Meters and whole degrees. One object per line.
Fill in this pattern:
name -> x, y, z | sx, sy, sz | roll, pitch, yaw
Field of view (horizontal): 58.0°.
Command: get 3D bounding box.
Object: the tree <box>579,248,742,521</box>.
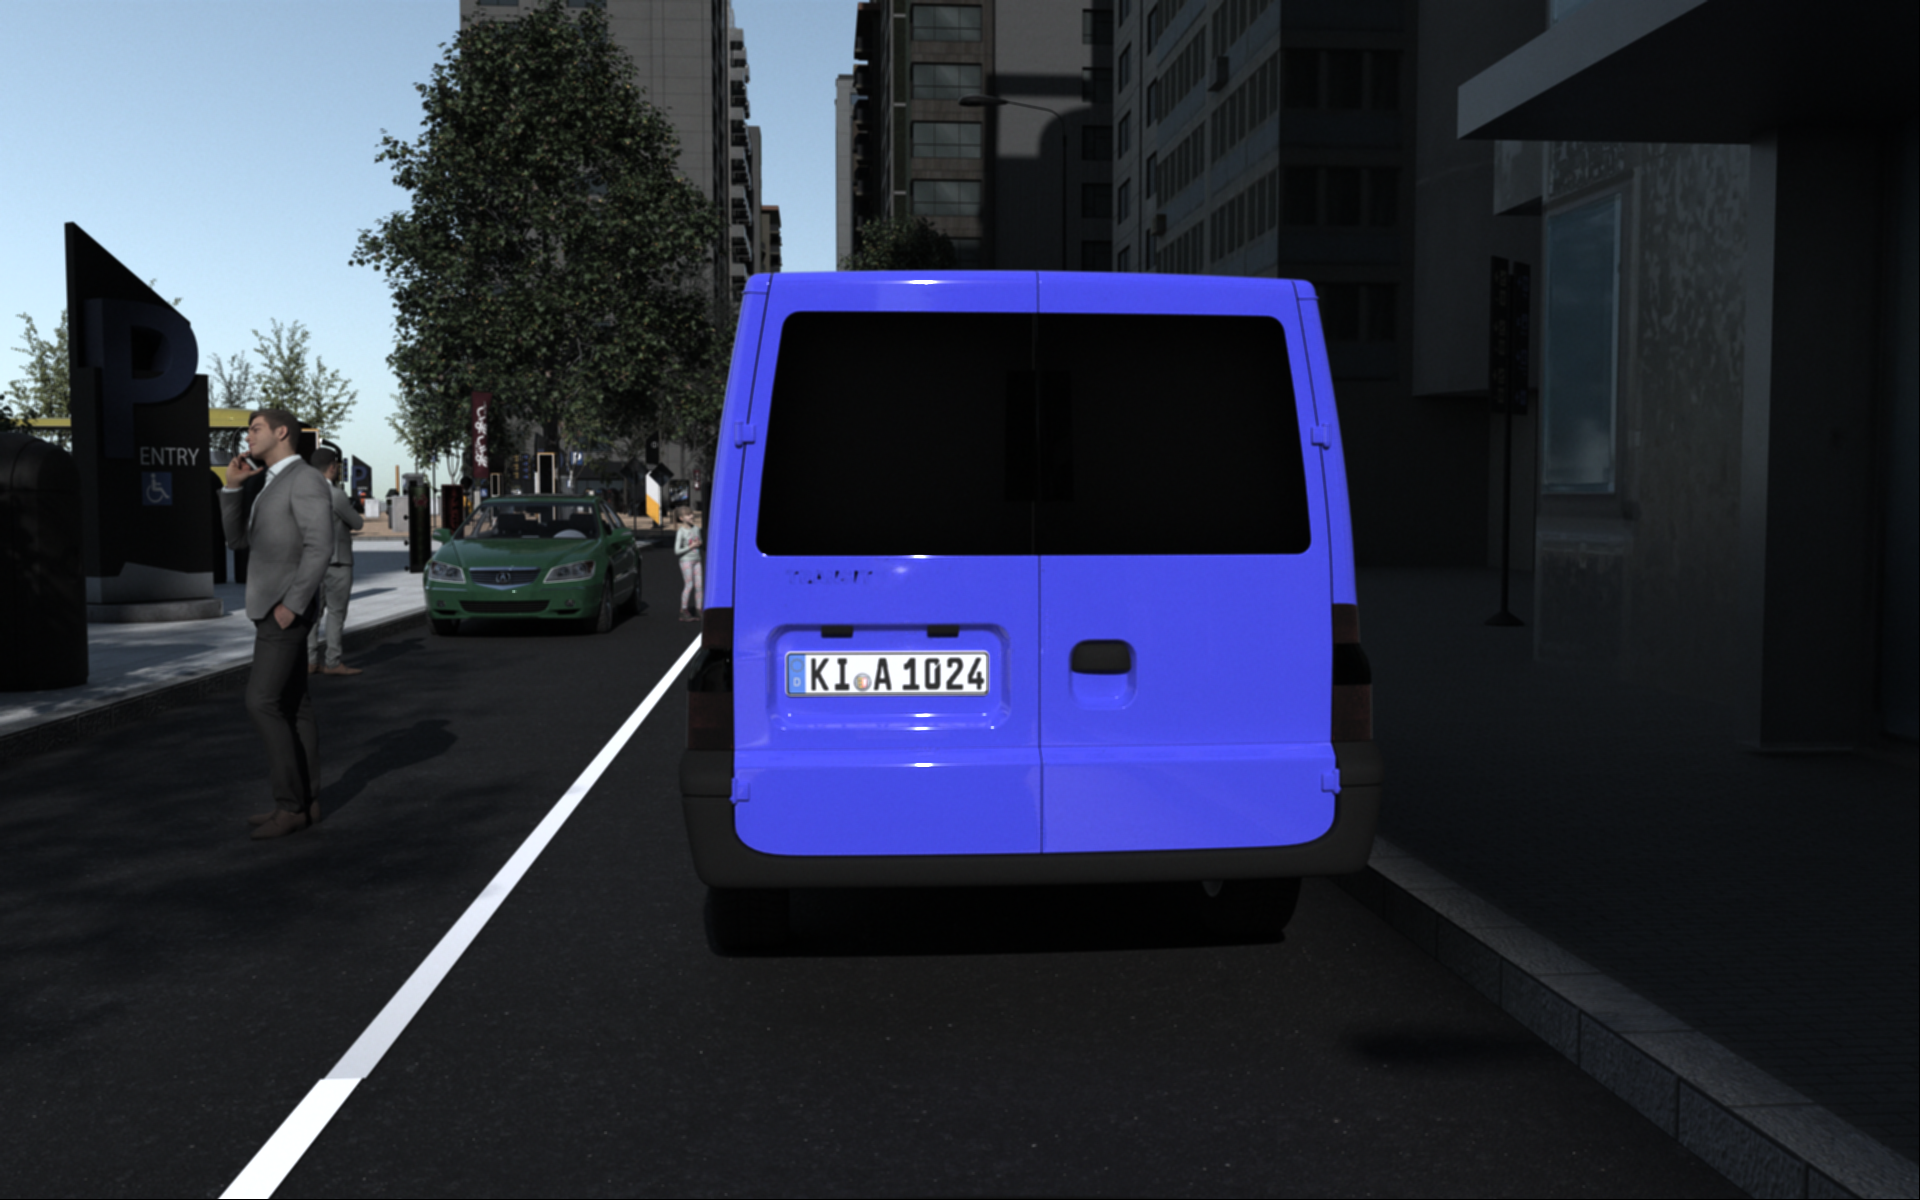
tree -> -13.314, -10.601, 83.692 | 12.009, 13.543, 11.850 | 0, 3, 0

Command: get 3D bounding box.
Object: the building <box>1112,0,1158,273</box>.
building -> 3.283, -41.202, 111.904 | 20.563, 71.187, 20.611 | 0, 4, -5

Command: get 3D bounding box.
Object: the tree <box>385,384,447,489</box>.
tree -> -33.947, -9.718, 109.254 | 4.737, 8.622, 4.395 | 0, 3, 0

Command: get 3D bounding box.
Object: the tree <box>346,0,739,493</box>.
tree -> -9.348, -7.491, 39.488 | 9.611, 12.733, 9.660 | 0, 3, 0

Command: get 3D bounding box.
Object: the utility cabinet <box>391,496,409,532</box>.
utility cabinet -> -18.655, -2.896, 58.508 | 0.306, 1.237, 1.020 | 3, 5, 43

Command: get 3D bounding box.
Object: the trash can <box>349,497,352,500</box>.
trash can -> -30.931, -4.614, 87.093 | 0.748, 1.137, 0.748 | 0, 3, 0

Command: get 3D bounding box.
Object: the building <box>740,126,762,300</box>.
building -> -28.565, -30.761, 186.530 | 14.154, 41.232, 14.086 | 0, 4, -5

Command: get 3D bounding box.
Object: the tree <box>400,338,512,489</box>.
tree -> -22.022, -7.623, 74.995 | 4.360, 8.622, 3.978 | 0, 3, 0

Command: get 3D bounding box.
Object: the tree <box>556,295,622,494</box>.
tree -> -12.996, -6.584, 58.014 | 4.737, 8.622, 4.395 | 0, 3, 0

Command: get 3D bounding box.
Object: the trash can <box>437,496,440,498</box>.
trash can -> -36.370, -6.731, 121.702 | 0.748, 1.137, 0.748 | 0, 3, 0

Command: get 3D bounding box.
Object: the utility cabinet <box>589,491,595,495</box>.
utility cabinet -> -22.809, -6.033, 107.322 | 0.318, 1.500, 1.173 | 0, 4, -8

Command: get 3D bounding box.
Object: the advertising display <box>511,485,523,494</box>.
advertising display -> -30.828, -7.058, 120.618 | 0.974, 1.923, 0.123 | 2, 4, 25

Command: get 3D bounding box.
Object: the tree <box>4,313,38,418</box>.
tree -> -36.161, -7.469, 72.473 | 4.737, 8.622, 4.395 | 0, 3, 0

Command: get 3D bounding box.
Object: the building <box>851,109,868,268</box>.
building -> -5.405, -33.520, 198.158 | 14.600, 45.320, 14.200 | 0, 4, -5

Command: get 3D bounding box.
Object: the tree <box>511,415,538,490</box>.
tree -> -27.622, -9.436, 104.641 | 4.360, 8.622, 3.978 | 0, 3, 0

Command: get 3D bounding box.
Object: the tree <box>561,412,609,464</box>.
tree -> -21.928, -10.894, 112.529 | 8.767, 10.594, 7.601 | 0, 4, -2

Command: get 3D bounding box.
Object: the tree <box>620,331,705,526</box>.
tree -> -12.160, -7.251, 68.921 | 4.360, 8.622, 3.978 | 0, 3, 0

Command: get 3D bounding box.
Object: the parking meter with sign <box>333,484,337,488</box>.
parking meter with sign -> -35.426, -6.199, 97.606 | 0.543, 3.016, 1.738 | 1, 4, 11

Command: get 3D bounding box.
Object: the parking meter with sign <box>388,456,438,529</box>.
parking meter with sign -> -20.284, -4.154, 64.173 | 1.738, 3.016, 0.543 | -3, 4, -39

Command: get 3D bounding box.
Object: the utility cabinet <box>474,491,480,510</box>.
utility cabinet -> -29.791, -6.082, 108.112 | 1.173, 1.500, 0.318 | 2, 4, 28

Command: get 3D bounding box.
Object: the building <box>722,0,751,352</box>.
building -> -31.171, -33.258, 163.378 | 23.786, 49.044, 30.456 | 0, 4, -5

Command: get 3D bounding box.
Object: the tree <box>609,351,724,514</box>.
tree -> -14.171, -10.123, 99.917 | 8.767, 10.594, 7.601 | 2, 4, 26

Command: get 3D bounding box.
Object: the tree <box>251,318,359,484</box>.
tree -> -27.702, -7.475, 72.575 | 4.737, 8.622, 4.395 | 0, 3, 0

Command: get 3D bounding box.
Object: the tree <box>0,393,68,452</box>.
tree -> -18.367, -2.365, 33.271 | 1.663, 3.219, 1.824 | 0, 3, 0

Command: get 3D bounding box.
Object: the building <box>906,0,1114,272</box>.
building -> 4.303, -19.065, 83.418 | 14.160, 30.474, 14.107 | 0, 4, -5

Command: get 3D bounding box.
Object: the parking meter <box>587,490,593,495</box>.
parking meter -> -24.943, -6.624, 116.717 | 0.372, 1.533, 0.369 | 0, 3, 0

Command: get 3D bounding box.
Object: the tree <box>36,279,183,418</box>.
tree -> -28.427, -6.656, 59.181 | 4.737, 8.622, 4.395 | 0, 3, 0

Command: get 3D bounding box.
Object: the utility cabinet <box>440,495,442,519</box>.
utility cabinet -> -26.295, -4.786, 89.408 | 1.020, 1.237, 0.306 | -2, 4, -24

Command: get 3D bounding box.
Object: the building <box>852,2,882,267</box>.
building -> 1.582, -30.661, 155.926 | 22.147, 44.769, 28.867 | 0, 4, -5

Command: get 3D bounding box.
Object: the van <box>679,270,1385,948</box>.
van -> -0.027, -0.172, 7.193 | 2.240, 2.365, 5.245 | 0, 4, -5

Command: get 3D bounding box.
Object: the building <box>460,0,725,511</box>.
building -> -27.126, -42.756, 137.312 | 20.563, 71.187, 20.611 | 0, 4, -5

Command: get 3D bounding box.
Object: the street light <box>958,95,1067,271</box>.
street light -> 0.681, -2.925, 20.359 | 1.470, 5.913, 1.316 | 0, 4, -5

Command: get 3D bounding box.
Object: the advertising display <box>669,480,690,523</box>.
advertising display -> -12.603, -4.442, 77.837 | 0.974, 1.923, 0.123 | 1, 4, 19

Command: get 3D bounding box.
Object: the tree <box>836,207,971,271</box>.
tree -> -2.166, -9.326, 69.490 | 9.611, 12.733, 9.660 | 0, 3, 0

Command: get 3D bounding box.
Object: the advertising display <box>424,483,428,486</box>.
advertising display -> -30.436, -5.642, 97.464 | 0.974, 1.923, 0.123 | -1, 4, -15

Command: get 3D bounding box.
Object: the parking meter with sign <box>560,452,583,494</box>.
parking meter with sign -> -16.282, -4.619, 71.775 | 0.543, 3.016, 1.738 | -3, 5, -40

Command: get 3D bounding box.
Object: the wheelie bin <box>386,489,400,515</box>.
wheelie bin -> -34.644, -5.991, 105.853 | 0.980, 1.594, 0.693 | 2, 4, 31

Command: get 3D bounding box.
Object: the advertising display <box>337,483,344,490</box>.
advertising display -> -37.693, -6.120, 105.283 | 0.974, 1.923, 0.123 | 3, 5, 45

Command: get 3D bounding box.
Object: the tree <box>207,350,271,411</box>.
tree -> -37.197, -8.415, 87.941 | 4.360, 8.622, 3.978 | 0, 3, 0

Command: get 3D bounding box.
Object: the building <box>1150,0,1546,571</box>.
building -> 17.373, -21.030, 35.728 | 32.217, 40.220, 23.993 | 0, 4, -5
